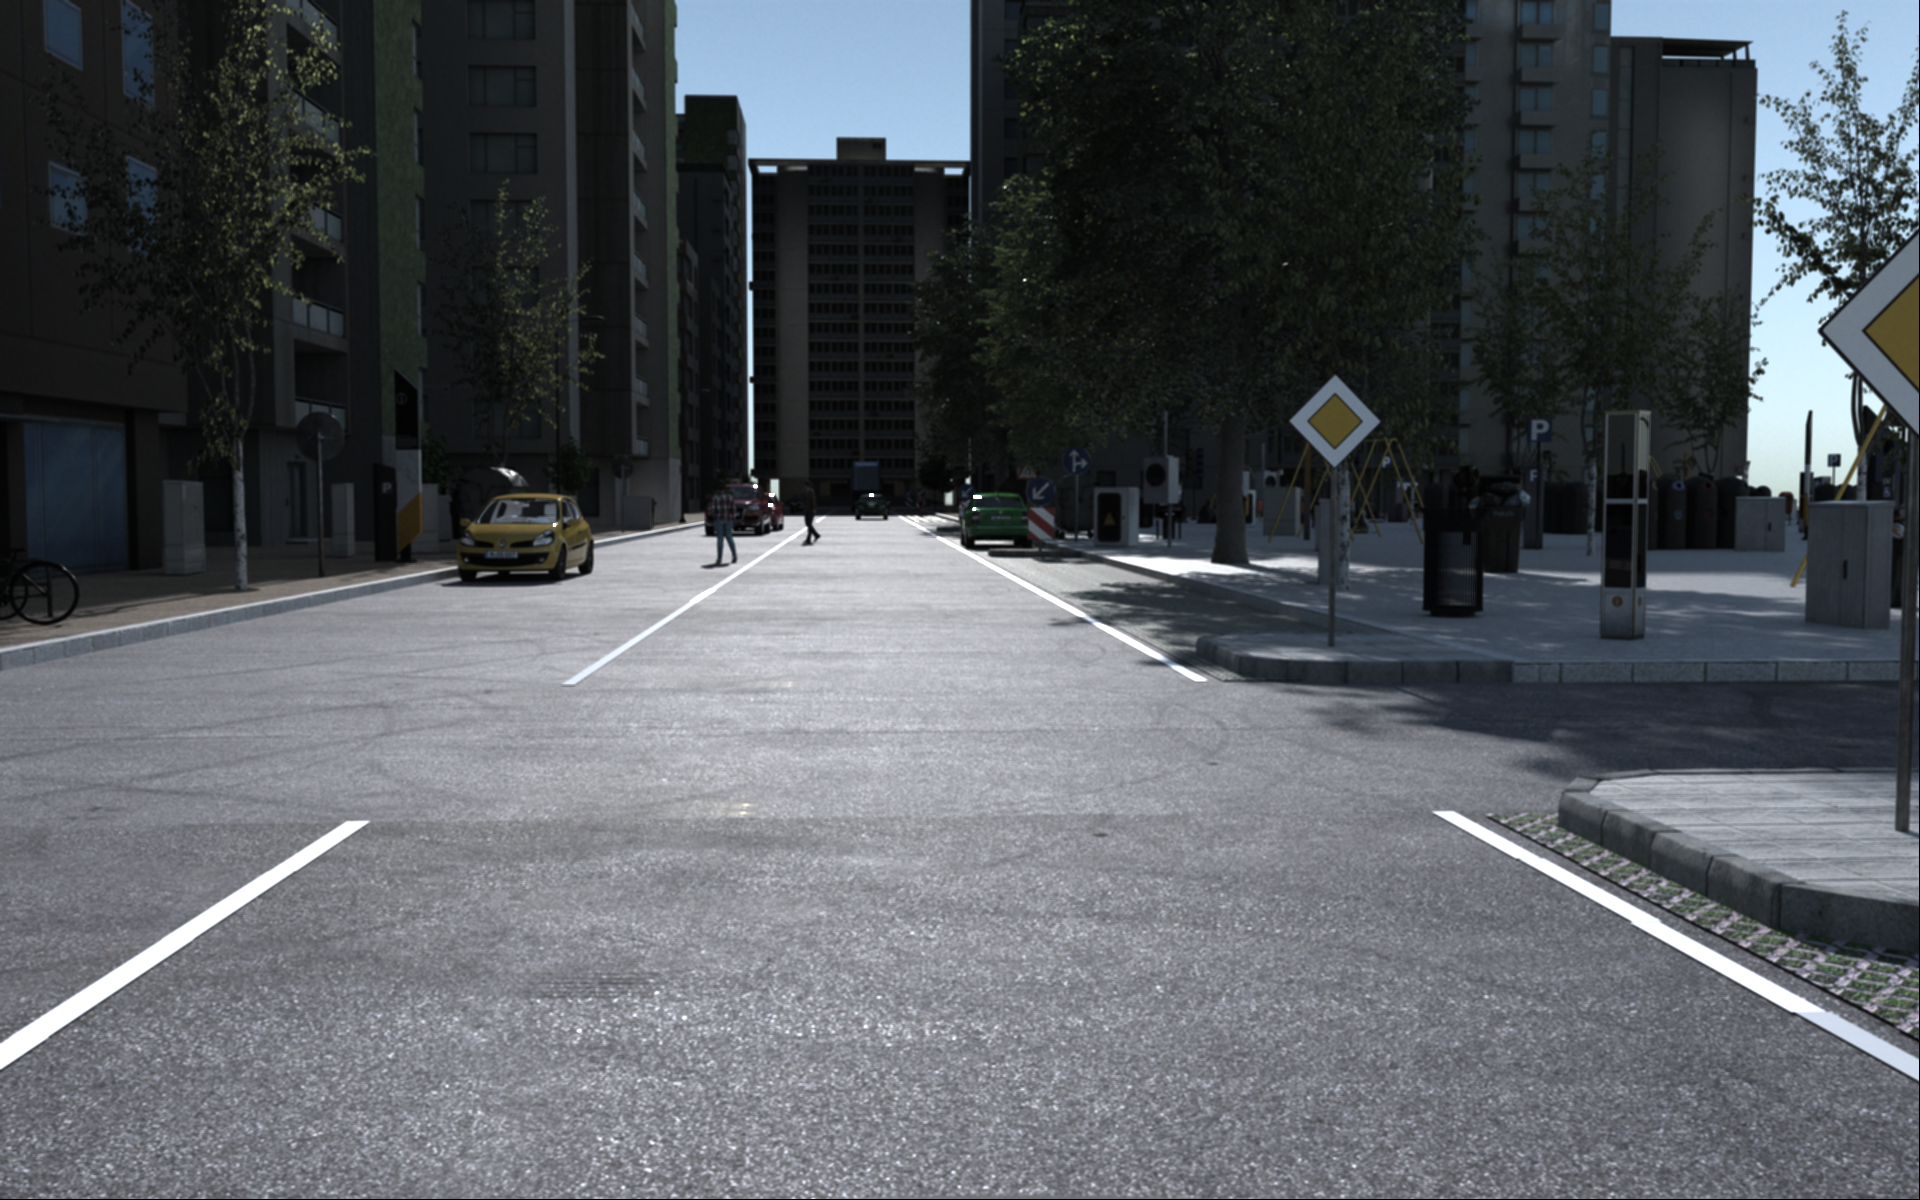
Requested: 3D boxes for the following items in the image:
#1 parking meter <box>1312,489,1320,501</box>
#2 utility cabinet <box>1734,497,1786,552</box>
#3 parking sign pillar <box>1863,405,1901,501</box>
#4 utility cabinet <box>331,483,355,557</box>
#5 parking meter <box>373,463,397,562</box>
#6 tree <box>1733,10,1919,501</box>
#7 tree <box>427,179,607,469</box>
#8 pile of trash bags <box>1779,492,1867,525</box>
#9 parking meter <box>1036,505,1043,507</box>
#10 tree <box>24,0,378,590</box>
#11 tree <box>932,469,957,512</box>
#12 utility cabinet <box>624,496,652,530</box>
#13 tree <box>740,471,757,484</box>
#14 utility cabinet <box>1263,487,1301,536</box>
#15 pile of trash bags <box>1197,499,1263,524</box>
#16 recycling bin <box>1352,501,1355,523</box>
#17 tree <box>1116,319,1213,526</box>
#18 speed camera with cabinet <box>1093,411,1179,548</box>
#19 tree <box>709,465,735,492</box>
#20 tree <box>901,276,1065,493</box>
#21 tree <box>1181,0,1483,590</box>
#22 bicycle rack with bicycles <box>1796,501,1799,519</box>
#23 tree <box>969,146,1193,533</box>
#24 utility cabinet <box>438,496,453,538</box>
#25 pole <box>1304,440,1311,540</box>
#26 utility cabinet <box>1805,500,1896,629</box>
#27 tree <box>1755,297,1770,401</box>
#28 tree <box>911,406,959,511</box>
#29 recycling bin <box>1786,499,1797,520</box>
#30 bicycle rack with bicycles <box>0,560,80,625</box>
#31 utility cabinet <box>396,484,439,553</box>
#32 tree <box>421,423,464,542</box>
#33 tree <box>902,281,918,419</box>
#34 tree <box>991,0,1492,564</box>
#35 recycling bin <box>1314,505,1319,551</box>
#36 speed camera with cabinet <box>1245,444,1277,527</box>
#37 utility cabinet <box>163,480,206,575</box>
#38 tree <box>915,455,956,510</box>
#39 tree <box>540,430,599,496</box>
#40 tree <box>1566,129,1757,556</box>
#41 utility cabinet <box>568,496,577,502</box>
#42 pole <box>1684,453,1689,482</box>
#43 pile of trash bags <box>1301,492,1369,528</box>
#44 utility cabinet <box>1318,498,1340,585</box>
[{"bbox_3d":[17.881,-4.811,87.065,0.372,1.533,0.369,0,3,0],"label":"parking meter"},{"bbox_3d":[17.946,-1.694,38.860,1.020,1.237,0.306,1,4,20],"label":"utility cabinet"},{"bbox_3d":[28.148,-3.940,52.891,1.447,3.967,1.447,-2,4,-23],"label":"parking sign pillar"},{"bbox_3d":[-12.577,-1.627,35.278,0.318,1.500,1.173,-1,4,-13],"label":"utility cabinet"},{"bbox_3d":[-10.927,-1.667,32.966,0.399,1.863,0.255,-3,4,-36],"label":"parking meter"},{"bbox_3d":[14.366,-4.682,26.908,4.360,8.622,3.978,0,3,0],"label":"tree"},{"bbox_3d":[-10.893,-5.582,41.636,4.360,8.622,3.978,0,3,0],"label":"tree"},{"bbox_3d":[36.017,-3.861,72.887,3.447,1.369,1.912,-1,4,-11],"label":"pile of trash bags"},{"bbox_3d":[3.396,-4.046,74.570,0.372,1.533,0.369,0,3,0],"label":"parking meter"},{"bbox_3d":[-9.862,-4.436,22.885,4.360,8.622,3.978,0,3,0],"label":"tree"},{"bbox_3d":[-0.972,-7.989,125.218,1.663,3.219,1.824,0,3,0],"label":"tree"},{"bbox_3d":[-11.609,-3.126,62.274,1.020,1.237,0.306,0,4,-2],"label":"utility cabinet"},{"bbox_3d":[-17.542,-9.008,141.875,1.663,3.219,1.824,0,3,0],"label":"tree"},{"bbox_3d":[9.881,-2.719,53.140,1.173,1.500,0.318,3,5,45],"label":"utility cabinet"},{"bbox_3d":[12.084,-4.045,75.881,3.447,1.369,1.912,-3,5,-40],"label":"pile of trash bags"},{"bbox_3d":[13.798,-3.057,62.530,0.722,1.027,0.722,0,4,-7],"label":"recycling bin"},{"bbox_3d":[7.927,-7.253,68.947,4.360,8.622,3.978,0,3,0],"label":"tree"},{"bbox_3d":[4.225,-2.895,41.676,2.038,3.252,0.660,2,4,34],"label":"speed camera with cabinet"},{"bbox_3d":[-15.709,-7.277,113.583,1.663,3.219,1.824,0,3,0],"label":"tree"},{"bbox_3d":[2.015,-11.036,90.815,12.009,13.543,11.850,0,3,0],"label":"tree"},{"bbox_3d":[5.040,-4.426,22.735,4.737,8.622,4.395,0,3,0],"label":"tree"},{"bbox_3d":[43.889,-4.594,88.488,2.925,0.926,2.852,-1,4,-16],"label":"bicycle rack with bicycles"},{"bbox_3d":[3.970,-8.455,56.371,7.486,12.596,7.792,0,3,0],"label":"tree"},{"bbox_3d":[-15.069,-2.415,50.649,1.020,1.237,0.306,-1,4,-23],"label":"utility cabinet"},{"bbox_3d":[9.710,-3.338,48.412,0.158,3.312,0.155,0,3,0],"label":"pole"},{"bbox_3d":[8.669,-0.352,16.918,0.306,1.237,1.020,0,4,-3],"label":"utility cabinet"},{"bbox_3d":[26.290,-6.751,60.742,4.737,8.622,4.395,0,3,0],"label":"tree"},{"bbox_3d":[-1.539,-11.047,130.984,4.737,8.622,4.395,0,3,0],"label":"tree"},{"bbox_3d":[40.545,-4.426,84.917,0.722,1.027,0.722,3,5,42],"label":"recycling bin"},{"bbox_3d":[-10.130,-0.221,16.993,2.925,0.926,2.852,0,4,-4],"label":"bicycle rack with bicycles"},{"bbox_3d":[-11.842,-1.747,37.237,1.173,1.500,0.318,-2,4,-29],"label":"utility cabinet"},{"bbox_3d":[-14.258,-3.203,46.974,1.663,3.219,1.824,0,3,0],"label":"tree"},{"bbox_3d":[2.117,-10.540,78.992,9.857,13.997,8.962,0,3,0],"label":"tree"},{"bbox_3d":[5.118,-7.660,31.890,9.857,13.997,8.962,0,3,0],"label":"tree"},{"bbox_3d":[8.377,-1.623,39.088,0.722,1.027,0.722,1,4,8],"label":"recycling bin"},{"bbox_3d":[11.391,-4.471,67.429,2.038,3.252,0.660,-2,4,-32],"label":"speed camera with cabinet"},{"bbox_3d":[-12.382,-1.162,27.681,0.318,1.500,1.173,-1,4,-9],"label":"utility cabinet"},{"bbox_3d":[-1.936,-9.431,137.906,4.285,4.588,4.351,0,3,0],"label":"tree"},{"bbox_3d":[-11.814,-3.520,52.145,1.663,3.219,1.824,0,3,0],"label":"tree"},{"bbox_3d":[13.423,-5.233,35.924,4.737,8.622,4.395,0,3,0],"label":"tree"},{"bbox_3d":[-10.915,-2.266,48.219,0.306,1.237,1.020,-1,4,-23],"label":"utility cabinet"},{"bbox_3d":[35.986,-5.629,85.883,0.158,3.312,0.155,0,3,0],"label":"pole"},{"bbox_3d":[14.011,-3.463,66.364,1.912,1.369,3.447,-3,4,-38],"label":"pile of trash bags"},{"bbox_3d":[5.311,-0.837,24.847,0.306,1.237,1.020,1,4,13],"label":"utility cabinet"}]
